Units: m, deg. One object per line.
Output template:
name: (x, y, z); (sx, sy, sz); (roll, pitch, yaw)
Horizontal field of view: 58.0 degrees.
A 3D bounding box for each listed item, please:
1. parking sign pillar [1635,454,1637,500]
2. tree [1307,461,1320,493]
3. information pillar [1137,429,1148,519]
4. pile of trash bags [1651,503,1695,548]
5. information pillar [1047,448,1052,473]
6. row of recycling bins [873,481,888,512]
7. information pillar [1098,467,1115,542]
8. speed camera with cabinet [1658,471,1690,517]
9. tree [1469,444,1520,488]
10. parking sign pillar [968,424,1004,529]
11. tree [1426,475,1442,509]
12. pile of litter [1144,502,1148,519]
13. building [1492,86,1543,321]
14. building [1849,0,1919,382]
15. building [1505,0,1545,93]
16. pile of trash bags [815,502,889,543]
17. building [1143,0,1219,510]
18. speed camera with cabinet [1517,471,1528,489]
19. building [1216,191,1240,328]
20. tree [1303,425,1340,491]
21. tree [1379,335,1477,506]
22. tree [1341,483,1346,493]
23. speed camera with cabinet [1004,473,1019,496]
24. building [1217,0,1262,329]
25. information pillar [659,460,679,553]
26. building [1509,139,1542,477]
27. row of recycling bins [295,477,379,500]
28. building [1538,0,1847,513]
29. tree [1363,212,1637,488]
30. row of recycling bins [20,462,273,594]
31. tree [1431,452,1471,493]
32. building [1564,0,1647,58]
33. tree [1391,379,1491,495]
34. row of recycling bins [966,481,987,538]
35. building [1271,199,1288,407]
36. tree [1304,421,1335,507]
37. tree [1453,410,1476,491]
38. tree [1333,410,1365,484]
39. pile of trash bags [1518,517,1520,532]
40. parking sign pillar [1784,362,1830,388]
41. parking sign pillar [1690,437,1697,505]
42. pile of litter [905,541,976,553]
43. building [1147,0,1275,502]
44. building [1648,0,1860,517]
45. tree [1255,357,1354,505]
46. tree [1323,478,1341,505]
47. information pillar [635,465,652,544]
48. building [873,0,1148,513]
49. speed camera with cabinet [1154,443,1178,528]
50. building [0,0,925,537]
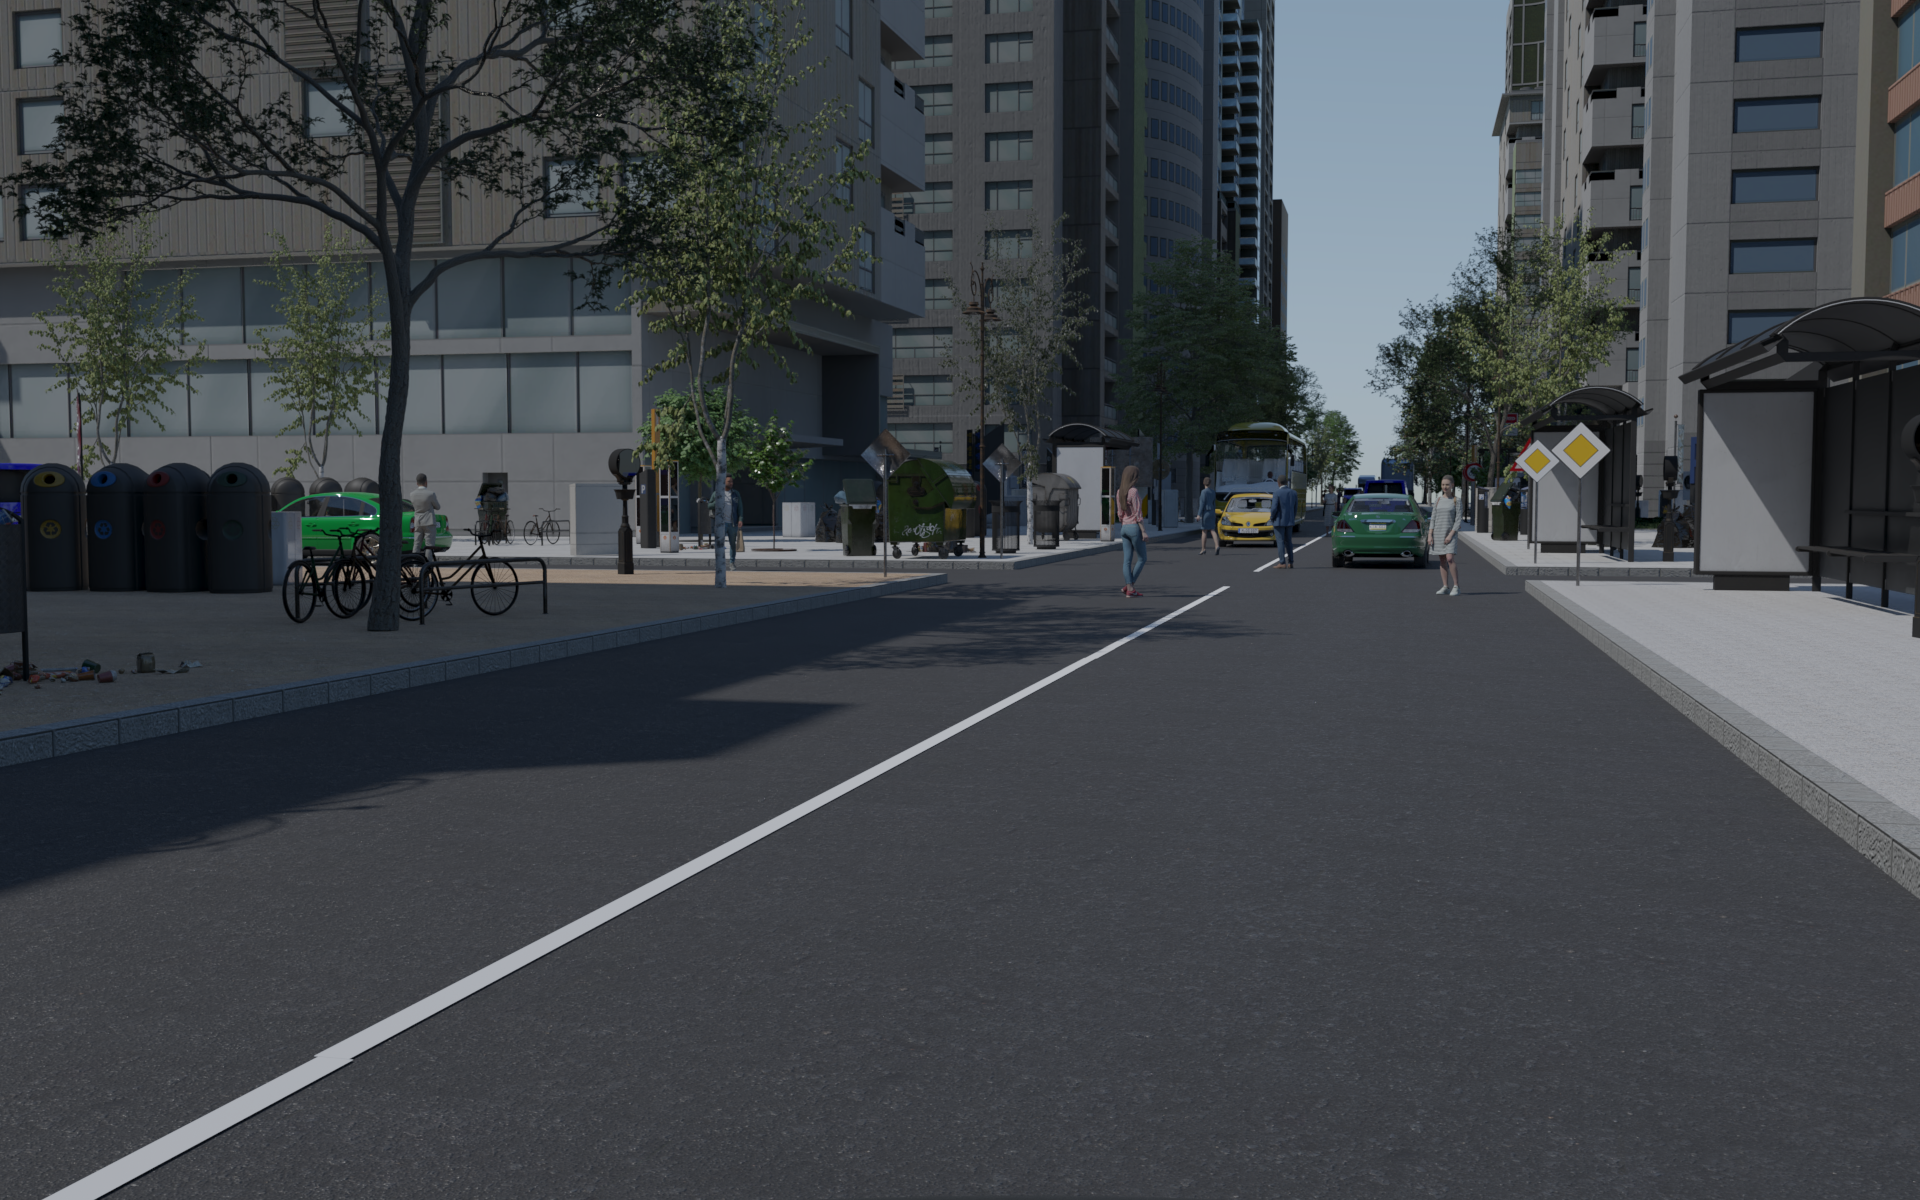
parking sign pillar: (30.915, -5.654, 80.910); (1.447, 3.967, 1.447); (-3, 5, -40)
tree: (28.352, -9.868, 145.052); (4.285, 4.588, 4.351); (0, 3, 0)
information pillar: (6.549, -4.336, 62.242); (0.504, 3.616, 0.183); (-3, 5, -43)
pile of trash bags: (18.409, -1.958, 41.762); (3.447, 1.369, 1.912); (-2, 4, -34)
information pillar: (4.558, -5.864, 87.225); (0.504, 3.616, 0.183); (3, 5, 41)
row of recycling bins: (-2.322, -2.840, 53.551); (1.069, 1.692, 3.534); (-3, 5, -40)
information pillar: (3.982, -2.579, 46.658); (0.304, 2.012, 0.304); (2, 4, 29)
speed camera with cabinet: (27.778, -4.421, 66.620); (0.660, 3.252, 2.038); (-1, 4, -17)
tree: (20.035, -4.346, 65.659); (1.663, 3.219, 1.824); (0, 3, 0)
parking sign pillar: (0.982, -4.672, 64.854); (1.447, 3.967, 1.447); (-1, 4, -20)
tree: (40.656, -9.378, 147.927); (1.663, 3.219, 1.824); (0, 3, 0)
pile of litter: (9.762, -4.674, 90.387); (1.719, 0.858, 1.176); (1, 4, 12)
building: (82.585, -38.541, 219.390); (28.713, 52.752, 27.495); (1, 4, 14)
building: (37.655, -23.778, 43.396); (28.867, 44.769, 22.147); (1, 4, 14)
building: (85.024, -49.239, 243.308); (20.563, 71.187, 20.611); (1, 4, 14)
pile of trash bags: (-2.075, -2.241, 46.390); (3.447, 1.369, 1.912); (-2, 4, -24)
building: (9.498, -36.857, 144.615); (21.231, 58.520, 28.212); (1, 4, 14)
speed camera with cabinet: (22.370, -4.647, 70.320); (2.038, 3.252, 0.660); (3, 5, 42)
building: (18.958, -24.082, 165.449); (14.160, 30.474, 14.107); (1, 4, 14)
tree: (37.595, -14.151, 181.731); (4.737, 8.622, 4.395); (0, 3, 0)
tree: (52.507, -20.300, 187.799); (12.611, 20.169, 13.585); (0, 3, 0)
tree: (55.274, -15.747, 252.067); (1.663, 3.219, 1.824); (0, 3, 0)
speed camera with cabinet: (3.196, -5.725, 87.936); (2.038, 3.252, 0.660); (-2, 4, -24)
building: (26.905, -55.119, 213.864); (22.319, 86.520, 31.000); (1, 4, 14)
information pillar: (-6.329, -2.031, 37.695); (0.304, 2.012, 0.304); (2, 4, 33)
building: (71.093, -31.652, 201.111); (14.154, 41.232, 14.086); (1, 4, 14)
row of recycling bins: (-15.888, -2.147, 42.214); (3.534, 1.692, 1.069); (-3, 4, -36)
building: (61.842, -37.262, 151.228); (21.231, 58.520, 28.212); (1, 4, 14)
tree: (17.889, -7.577, 58.295); (8.767, 10.594, 7.601); (0, 4, 4)
row of recycling bins: (-10.755, -0.967, 22.923); (3.534, 1.692, 1.069); (1, 4, 10)
tree: (30.805, -7.568, 107.450); (4.285, 4.588, 4.351); (0, 3, 0)
building: (58.184, -32.685, 123.644); (28.713, 52.752, 27.495); (1, 4, 14)
tree: (45.706, -15.485, 163.547); (12.009, 13.543, 11.850); (0, 3, 0)
row of recycling bins: (0.152, -2.749, 52.063); (1.069, 1.692, 3.534); (1, 4, 9)
building: (40.992, -37.108, 256.830); (14.600, 45.320, 14.200); (1, 4, 14)
tree: (35.741, -13.695, 174.270); (4.360, 8.622, 3.978); (0, 3, 0)
tree: (38.917, -11.328, 135.573); (4.360, 8.622, 3.978); (0, 3, 0)
tree: (50.595, -19.250, 232.857); (7.486, 12.596, 7.792); (0, 3, 0)
pile of trash bags: (19.429, -3.118, 60.730); (1.912, 1.369, 3.447); (0, 4, -2)
parking sign pillar: (15.957, -2.738, 33.240); (1.447, 3.967, 1.447); (2, 4, 35)
parking sign pillar: (25.068, -4.270, 58.289); (1.447, 3.967, 1.447); (0, 4, -1)
pile of litter: (-0.404, -1.485, 38.248); (1.176, 0.858, 1.719); (-3, 4, -38)
building: (34.793, -49.018, 239.689); (20.563, 71.187, 20.611); (1, 4, 14)
building: (45.157, -33.218, 85.120); (21.231, 58.520, 28.212); (1, 4, 14)
tree: (23.700, -12.415, 128.747); (9.928, 11.665, 9.643); (0, 3, 0)
tree: (44.785, -13.158, 209.733); (1.663, 3.219, 1.824); (0, 3, 0)
information pillar: (-8.105, -2.440, 44.393); (0.304, 2.012, 0.304); (2, 4, 29)
building: (2.503, -25.280, 96.916); (14.154, 41.232, 14.086); (1, 4, 14)
speed camera with cabinet: (7.969, -4.437, 66.879); (0.660, 3.252, 2.038); (0, 4, -4)
building: (-17.085, -29.057, 64.314); (28.713, 52.752, 27.495); (1, 4, 14)
